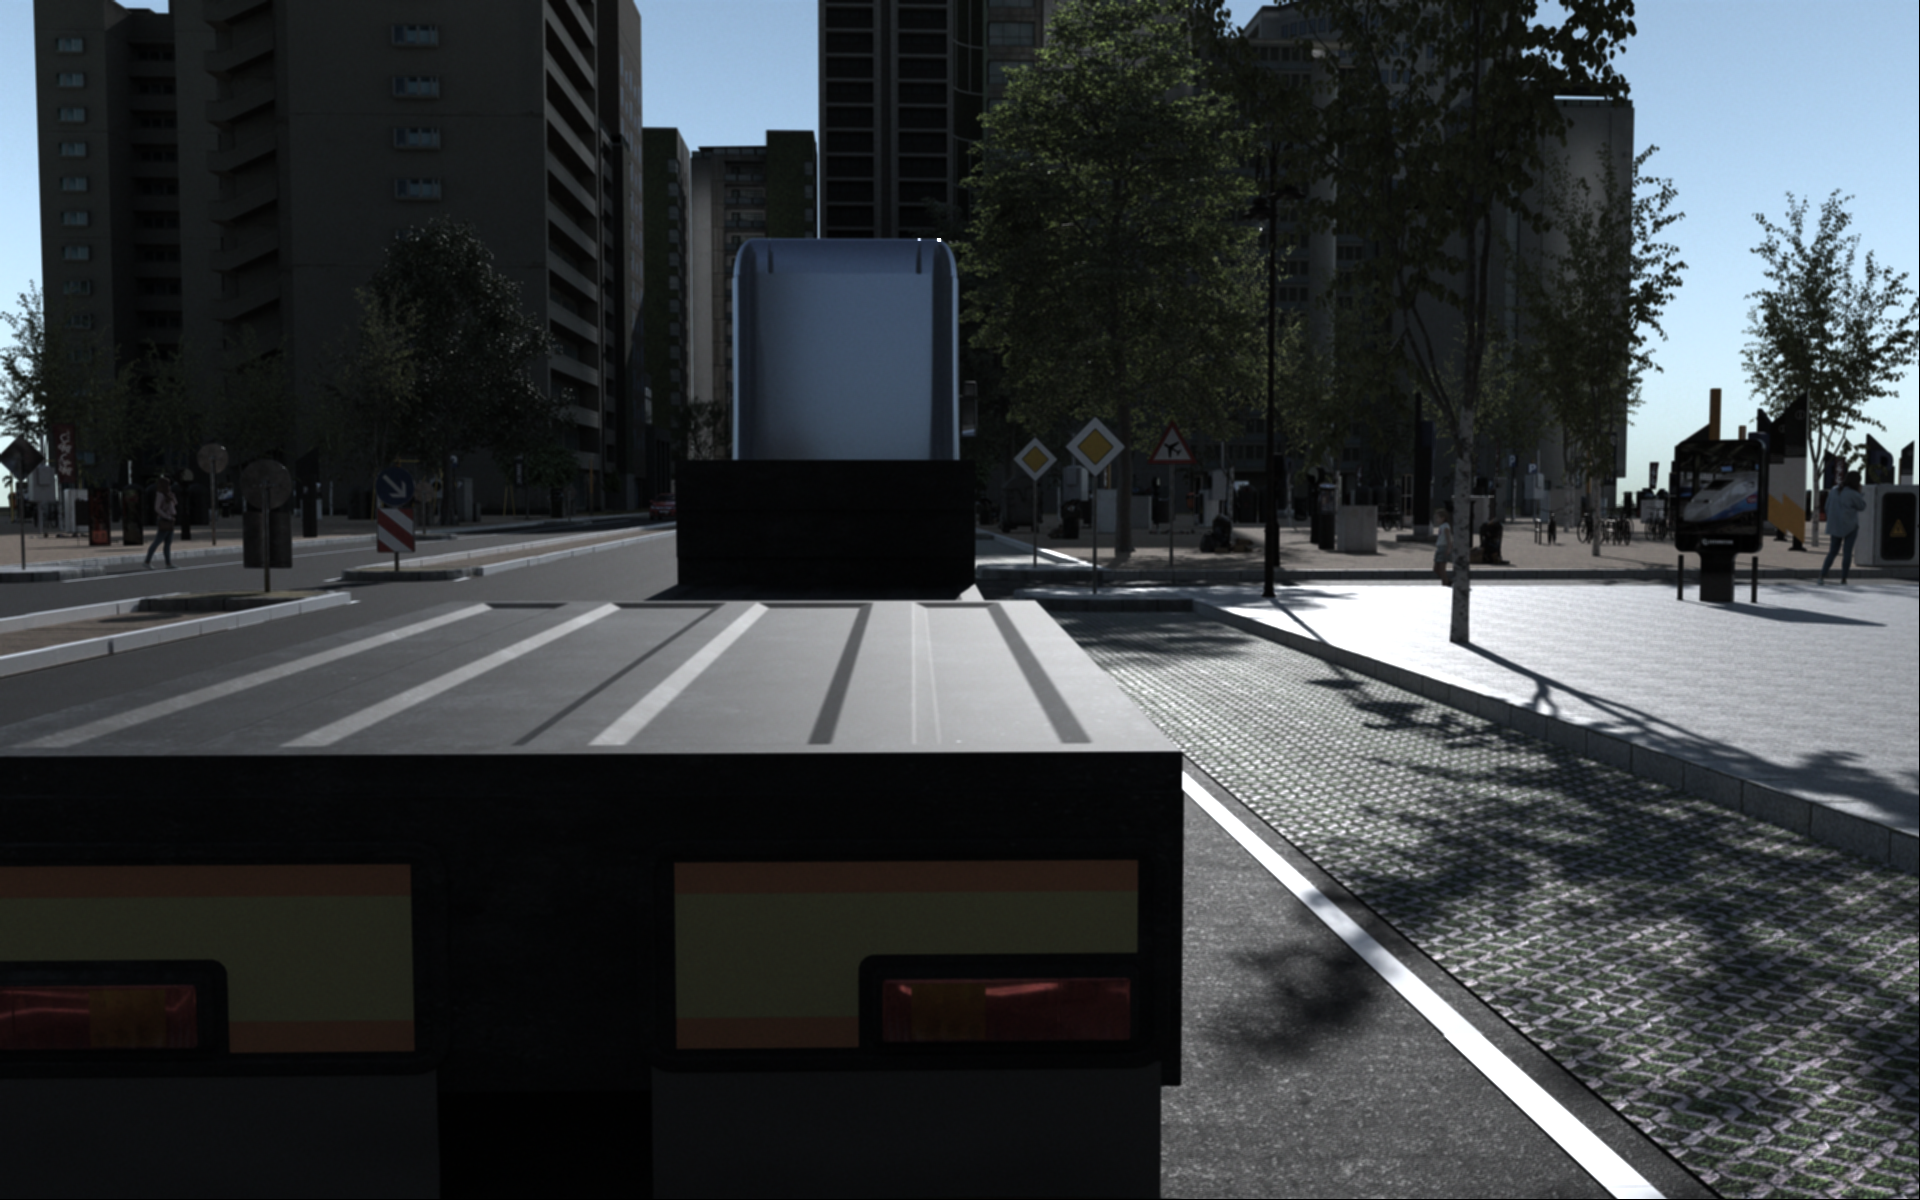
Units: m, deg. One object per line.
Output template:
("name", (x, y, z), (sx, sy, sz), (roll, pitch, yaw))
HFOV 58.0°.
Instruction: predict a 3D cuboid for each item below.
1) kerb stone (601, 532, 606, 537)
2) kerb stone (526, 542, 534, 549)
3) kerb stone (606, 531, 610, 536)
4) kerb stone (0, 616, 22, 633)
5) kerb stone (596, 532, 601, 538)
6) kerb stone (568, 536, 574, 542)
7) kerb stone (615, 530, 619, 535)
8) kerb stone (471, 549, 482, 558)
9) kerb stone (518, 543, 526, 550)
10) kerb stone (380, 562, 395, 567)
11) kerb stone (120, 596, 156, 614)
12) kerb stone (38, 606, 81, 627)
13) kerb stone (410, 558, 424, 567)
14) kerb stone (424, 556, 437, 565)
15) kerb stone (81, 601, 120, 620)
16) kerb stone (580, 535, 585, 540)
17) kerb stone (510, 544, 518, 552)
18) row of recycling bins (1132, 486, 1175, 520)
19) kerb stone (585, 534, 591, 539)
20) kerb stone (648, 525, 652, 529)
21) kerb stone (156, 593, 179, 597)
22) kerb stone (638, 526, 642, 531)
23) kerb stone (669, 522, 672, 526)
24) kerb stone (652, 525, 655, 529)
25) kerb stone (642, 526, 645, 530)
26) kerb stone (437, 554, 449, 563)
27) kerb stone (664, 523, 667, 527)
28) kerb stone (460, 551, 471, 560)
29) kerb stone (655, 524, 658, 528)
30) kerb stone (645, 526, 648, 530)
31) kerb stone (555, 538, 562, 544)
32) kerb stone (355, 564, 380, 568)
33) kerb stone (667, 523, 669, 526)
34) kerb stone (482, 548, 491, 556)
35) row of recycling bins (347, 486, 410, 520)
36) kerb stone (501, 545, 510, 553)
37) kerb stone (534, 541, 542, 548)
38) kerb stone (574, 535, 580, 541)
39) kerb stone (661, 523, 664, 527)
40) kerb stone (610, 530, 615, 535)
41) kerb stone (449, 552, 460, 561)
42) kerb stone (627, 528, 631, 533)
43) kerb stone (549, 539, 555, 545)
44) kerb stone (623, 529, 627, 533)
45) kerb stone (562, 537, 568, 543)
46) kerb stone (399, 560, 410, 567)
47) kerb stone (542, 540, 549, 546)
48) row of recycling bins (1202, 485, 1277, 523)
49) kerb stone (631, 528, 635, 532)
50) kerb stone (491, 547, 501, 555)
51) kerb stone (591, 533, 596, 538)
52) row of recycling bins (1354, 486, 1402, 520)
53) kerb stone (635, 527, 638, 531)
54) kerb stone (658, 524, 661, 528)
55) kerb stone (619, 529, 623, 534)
("kerb stone", (-11.964, -2.152, 57.382), (0.120, 0.150, 1.000), (0, 4, -3))
("kerb stone", (-11.313, -1.400, 45.092), (0.120, 0.150, 1.000), (0, 4, -3))
("kerb stone", (-12.024, -2.212, 58.407), (0.120, 0.150, 1.000), (0, 4, -3))
("kerb stone", (-9.864, 0.269, 17.916), (0.120, 0.150, 1.000), (0, 4, -3))
("kerb stone", (-11.920, -2.090, 56.361), (0.120, 0.150, 1.000), (0, 4, -3))
("kerb stone", (-11.646, -1.773, 51.245), (0.120, 0.150, 1.000), (0, 4, -3))
("kerb stone", (-12.130, -2.340, 60.448), (0.120, 0.150, 1.000), (0, 4, -3))
("kerb stone", (-10.978, -1.022, 38.945), (0.120, 0.150, 1.000), (0, 4, -3))
("kerb stone", (-11.268, -1.333, 44.071), (0.120, 0.150, 1.000), (0, 4, -3))
("kerb stone", (-10.603, -0.586, 31.781), (0.120, 0.150, 1.000), (0, 4, -3))
("kerb stone", (-10.037, 0.074, 20.981), (0.120, 0.150, 1.000), (0, 4, -3))
("kerb stone", (-9.929, 0.199, 18.939), (0.120, 0.150, 1.000), (0, 4, -3))
("kerb stone", (-10.715, -0.711, 33.827), (0.120, 0.150, 1.000), (0, 4, -3))
("kerb stone", (-10.764, -0.774, 34.855), (0.120, 0.150, 1.000), (0, 4, -3))
("kerb stone", (-9.989, 0.137, 19.959), (0.120, 0.150, 1.000), (0, 4, -3))
("kerb stone", (-11.749, -1.901, 53.291), (0.120, 0.150, 1.000), (0, 4, -3))
("kerb stone", (-11.201, -1.275, 43.048), (0.120, 0.150, 1.000), (0, 4, -3))
("row of recycling bins", (9.159, -4.780, 85.264), (1.069, 1.692, 3.534), (-3, 5, -44))
("kerb stone", (-11.807, -1.965, 54.319), (0.120, 0.150, 1.000), (0, 4, -3))
("kerb stone", (-12.614, -2.903, 69.655), (0.120, 0.150, 1.000), (0, 4, -3))
("kerb stone", (-10.081, 0.016, 22.006), (0.120, 0.150, 1.000), (0, 4, -3))
("kerb stone", (-12.454, -2.711, 66.593), (0.120, 0.150, 1.000), (0, 4, -3))
("kerb stone", (-13.006, -3.334, 76.825), (0.120, 0.150, 1.000), (0, 4, -3))
("kerb stone", (-12.676, -2.963, 70.677), (0.120, 0.150, 1.000), (0, 4, -3))
("kerb stone", (-12.513, -2.778, 67.613), (0.120, 0.150, 1.000), (0, 4, -3))
("kerb stone", (-10.823, -0.830, 35.876), (0.120, 0.150, 1.000), (0, 4, -3))
("kerb stone", (-12.892, -3.216, 74.772), (0.120, 0.150, 1.000), (0, 4, -3))
("kerb stone", (-10.934, -0.962, 37.924), (0.120, 0.150, 1.000), (0, 4, -3))
("kerb stone", (-12.734, -3.021, 71.698), (0.120, 0.150, 1.000), (0, 4, -3))
("kerb stone", (-12.572, -2.839, 68.634), (0.120, 0.150, 1.000), (0, 4, -3))
("kerb stone", (-11.534, -1.651, 49.191), (0.120, 0.150, 1.000), (0, 4, -3))
("kerb stone", (-10.554, -0.520, 30.758), (0.120, 0.150, 1.000), (0, 4, -3))
("kerb stone", (-12.945, -3.279, 75.800), (0.120, 0.150, 1.000), (0, 4, -3))
("kerb stone", (-11.043, -1.086, 39.966), (0.120, 0.150, 1.000), (0, 4, -3))
("row of recycling bins", (-29.477, -4.949, 88.024), (1.069, 1.692, 3.534), (2, 4, 34))
("kerb stone", (-11.150, -1.212, 42.014), (0.120, 0.150, 1.000), (0, 4, -3))
("kerb stone", (-11.360, -1.463, 46.118), (0.120, 0.150, 1.000), (0, 4, -3))
("kerb stone", (-11.695, -1.839, 52.266), (0.120, 0.150, 1.000), (0, 4, -3))
("kerb stone", (-12.841, -3.153, 73.751), (0.120, 0.150, 1.000), (0, 4, -3))
("kerb stone", (-12.074, -2.277, 59.427), (0.120, 0.150, 1.000), (0, 4, -3))
("kerb stone", (-10.877, -0.899, 36.896), (0.120, 0.150, 1.000), (0, 4, -3))
("kerb stone", (-12.290, -2.527, 63.516), (0.120, 0.150, 1.000), (0, 4, -3))
("kerb stone", (-11.472, -1.588, 48.167), (0.120, 0.150, 1.000), (0, 4, -3))
("kerb stone", (-12.240, -2.465, 62.495), (0.120, 0.150, 1.000), (0, 4, -3))
("kerb stone", (-11.590, -1.714, 50.211), (0.120, 0.150, 1.000), (0, 4, -3))
("kerb stone", (-10.662, -0.649, 32.806), (0.120, 0.150, 1.000), (0, 4, -3))
("kerb stone", (-11.419, -1.526, 47.138), (0.120, 0.150, 1.000), (0, 4, -3))
("row of recycling bins", (12.358, -4.289, 77.235), (3.534, 1.692, 1.069), (0, 4, 8))
("kerb stone", (-12.342, -2.585, 64.537), (0.120, 0.150, 1.000), (0, 4, -3))
("kerb stone", (-11.099, -1.148, 40.990), (0.120, 0.150, 1.000), (0, 4, -3))
("kerb stone", (-11.861, -2.027, 55.341), (0.120, 0.150, 1.000), (0, 4, -3))
("row of recycling bins", (20.769, -4.750, 84.776), (3.534, 1.692, 1.069), (-2, 4, -33))
("kerb stone", (-12.400, -2.653, 65.566), (0.120, 0.150, 1.000), (0, 4, -3))
("kerb stone", (-12.783, -3.085, 72.727), (0.120, 0.150, 1.000), (0, 4, -3))
("kerb stone", (-12.186, -2.400, 61.471), (0.120, 0.150, 1.000), (0, 4, -3))
